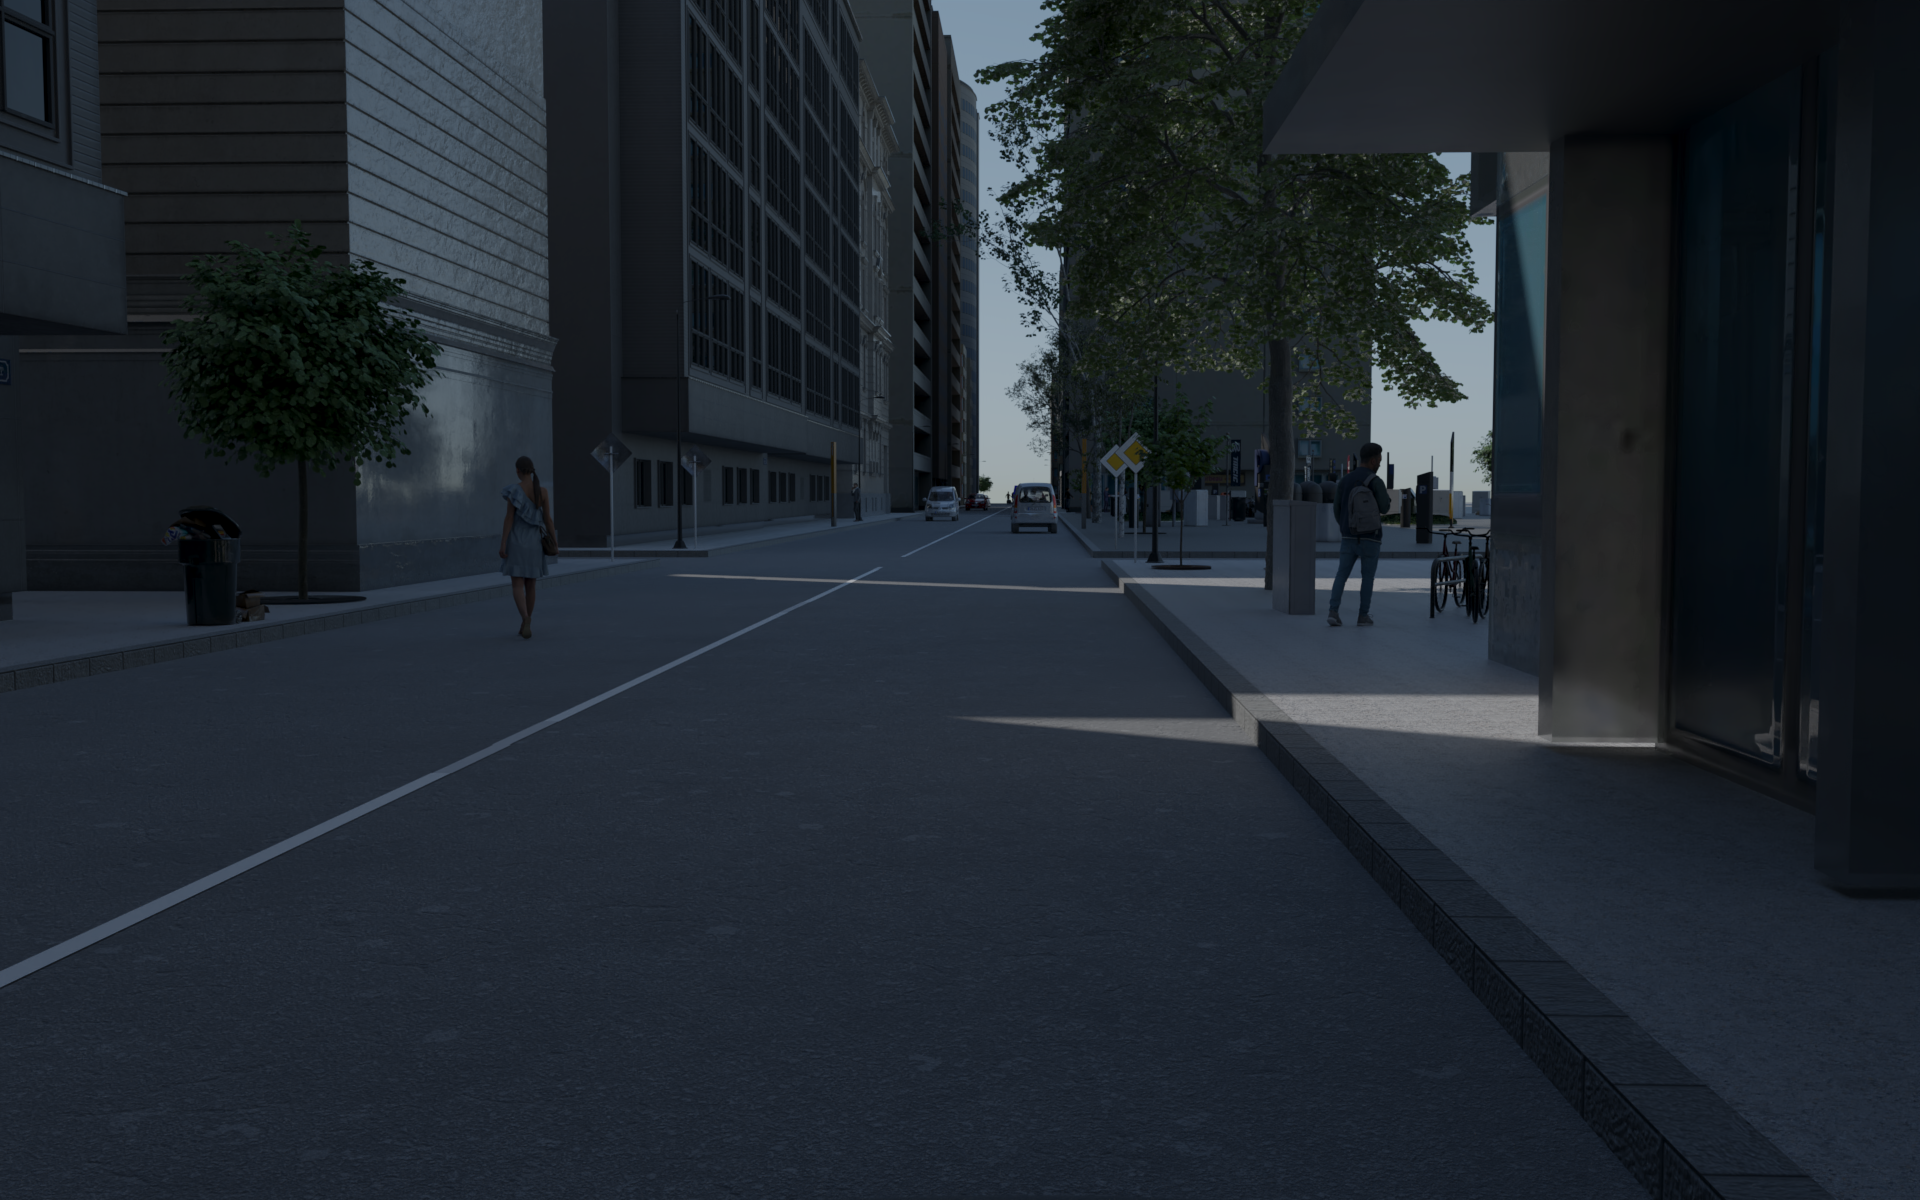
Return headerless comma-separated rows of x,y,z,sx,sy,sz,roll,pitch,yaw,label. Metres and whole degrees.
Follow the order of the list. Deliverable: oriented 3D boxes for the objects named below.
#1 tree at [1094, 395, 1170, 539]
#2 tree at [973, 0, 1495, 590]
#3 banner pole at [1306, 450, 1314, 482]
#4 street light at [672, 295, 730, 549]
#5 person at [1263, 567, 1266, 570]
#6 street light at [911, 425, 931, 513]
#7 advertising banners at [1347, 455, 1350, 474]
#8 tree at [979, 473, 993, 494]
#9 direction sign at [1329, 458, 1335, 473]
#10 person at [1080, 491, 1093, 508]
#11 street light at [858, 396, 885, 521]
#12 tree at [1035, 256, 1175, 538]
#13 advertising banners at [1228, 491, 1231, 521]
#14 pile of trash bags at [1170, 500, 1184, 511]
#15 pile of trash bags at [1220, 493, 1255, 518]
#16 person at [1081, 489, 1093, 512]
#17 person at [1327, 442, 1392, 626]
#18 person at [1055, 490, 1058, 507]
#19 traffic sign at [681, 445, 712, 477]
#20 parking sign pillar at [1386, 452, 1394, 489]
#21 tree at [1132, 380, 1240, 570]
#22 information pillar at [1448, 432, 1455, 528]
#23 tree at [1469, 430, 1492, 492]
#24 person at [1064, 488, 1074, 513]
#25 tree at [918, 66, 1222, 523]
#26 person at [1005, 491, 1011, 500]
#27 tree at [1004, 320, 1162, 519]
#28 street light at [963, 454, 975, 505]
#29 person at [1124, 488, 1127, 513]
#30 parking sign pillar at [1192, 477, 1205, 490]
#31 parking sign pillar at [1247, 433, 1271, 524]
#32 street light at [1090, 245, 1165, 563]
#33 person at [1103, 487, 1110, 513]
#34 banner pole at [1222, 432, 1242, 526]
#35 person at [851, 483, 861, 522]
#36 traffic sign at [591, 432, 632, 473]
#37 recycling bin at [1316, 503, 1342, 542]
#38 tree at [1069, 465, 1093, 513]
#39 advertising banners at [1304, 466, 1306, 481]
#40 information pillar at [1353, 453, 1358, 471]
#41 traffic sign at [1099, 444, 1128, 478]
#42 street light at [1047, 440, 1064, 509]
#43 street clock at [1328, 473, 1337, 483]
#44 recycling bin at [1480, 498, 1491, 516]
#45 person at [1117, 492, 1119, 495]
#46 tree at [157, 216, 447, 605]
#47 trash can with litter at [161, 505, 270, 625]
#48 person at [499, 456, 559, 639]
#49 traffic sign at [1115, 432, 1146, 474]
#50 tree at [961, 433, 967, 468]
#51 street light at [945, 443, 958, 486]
5.904,-4.414,55.889,4.285,4.588,4.351,0,3,0,tree
3.906,-6.398,22.733,7.486,12.596,7.792,0,3,0,tree
19.715,-6.574,97.503,0.863,3.779,0.401,-3,5,-41,banner pole
-6.045,-4.157,40.516,1.470,5.913,1.316,0,4,3,street light
5.544,-1.429,29.259,0.795,1.843,0.661,0,4,4,person
-2.645,-8.835,116.998,1.470,5.913,1.316,0,4,3,street light
17.320,-4.930,76.789,0.090,3.025,2.074,0,4,6,advertising banners
3.682,-17.778,274.378,4.285,4.588,4.351,0,3,0,tree
23.615,-7.212,109.908,0.379,3.537,0.876,2,4,35,direction sign
8.730,-6.850,118.127,1.348,1.812,0.705,3,5,43,person
-4.238,-6.709,82.231,1.470,5.913,1.316,0,4,3,street light
4.613,-6.139,50.737,4.360,8.622,3.978,0,3,0,tree
13.057,-5.349,83.637,0.090,3.025,2.074,0,4,6,advertising banners
13.795,-5.458,98.988,3.447,1.369,1.912,-1,4,-11,pile of trash bags
16.024,-5.169,94.258,3.447,1.369,1.912,0,4,7,pile of trash bags
9.038,-6.960,120.619,1.217,1.735,0.721,0,4,-2,person
3.894,-0.638,16.814,0.623,1.781,0.721,2,4,31,person
9.691,-10.127,172.352,0.721,1.736,1.217,0,4,8,person
-6.236,-2.355,40.701,0.795,2.593,0.064,0,4,3,traffic sign
27.698,-7.528,111.554,1.447,3.967,1.447,1,4,15,parking sign pillar
3.683,-2.146,29.693,1.663,3.219,1.824,0,3,0,tree
18.402,-4.493,64.812,0.183,3.616,0.504,2,4,24,information pillar
22.832,-5.383,71.722,4.285,4.588,4.351,0,3,0,tree
7.555,-6.916,119.935,0.721,1.723,1.217,-2,4,-28,person
5.033,-13.570,77.764,12.611,20.169,13.585,0,3,0,tree
6.718,-14.166,240.200,1.348,1.812,0.705,-3,5,-45,person
6.720,-9.556,90.652,8.767,10.594,7.601,0,4,-8,tree
1.006,-13.916,200.062,1.470,5.913,1.316,0,4,3,street light
11.293,-6.835,118.616,1.217,1.723,0.721,0,4,6,person
14.013,-7.060,103.895,1.447,3.967,1.447,3,4,37,parking sign pillar
13.225,-5.309,75.280,1.447,3.967,1.447,-1,4,-9,parking sign pillar
3.104,-3.651,32.228,1.470,5.913,1.316,0,4,3,street light
10.165,-6.891,119.155,0.568,1.767,0.683,1,4,13,person
10.989,-4.888,69.932,0.863,3.779,0.401,3,5,40,banner pole
-4.859,-4.568,80.908,0.473,1.802,0.592,0,4,-7,person
-6.592,-1.868,32.724,0.795,2.593,0.064,0,4,3,traffic sign
9.950,-2.075,46.486,0.722,1.027,0.722,-2,4,-23,recycling bin
8.098,-7.438,116.214,1.663,3.219,1.824,0,3,0,tree
22.109,-6.969,110.134,0.090,3.025,2.074,2,4,24,advertising banners
22.428,-6.538,98.257,0.183,3.616,0.504,-1,4,-15,information pillar
3.648,-2.327,40.241,0.795,2.593,0.064,0,4,3,traffic sign
8.343,-10.818,149.410,1.470,5.913,1.316,0,4,3,street light
12.651,-3.325,58.927,0.358,2.002,0.471,0,4,3,street clock
31.245,-5.498,102.446,0.722,1.027,0.722,-2,4,-31,recycling bin
10.660,-6.556,116.450,0.991,1.433,0.599,-1,4,-9,person
-7.831,-2.252,20.538,4.285,4.588,4.351,0,3,0,tree
-7.372,-0.357,17.225,0.624,1.170,1.055,0,4,7,trash can with litter
-4.296,-0.532,17.289,0.616,1.811,0.778,-1,4,-23,person
3.292,-1.839,32.264,0.795,2.593,0.064,0,4,3,traffic sign
-1.141,-14.790,192.181,4.360,8.622,3.978,0,3,0,tree
-0.812,-11.359,158.256,1.470,5.913,1.316,0,4,3,street light
